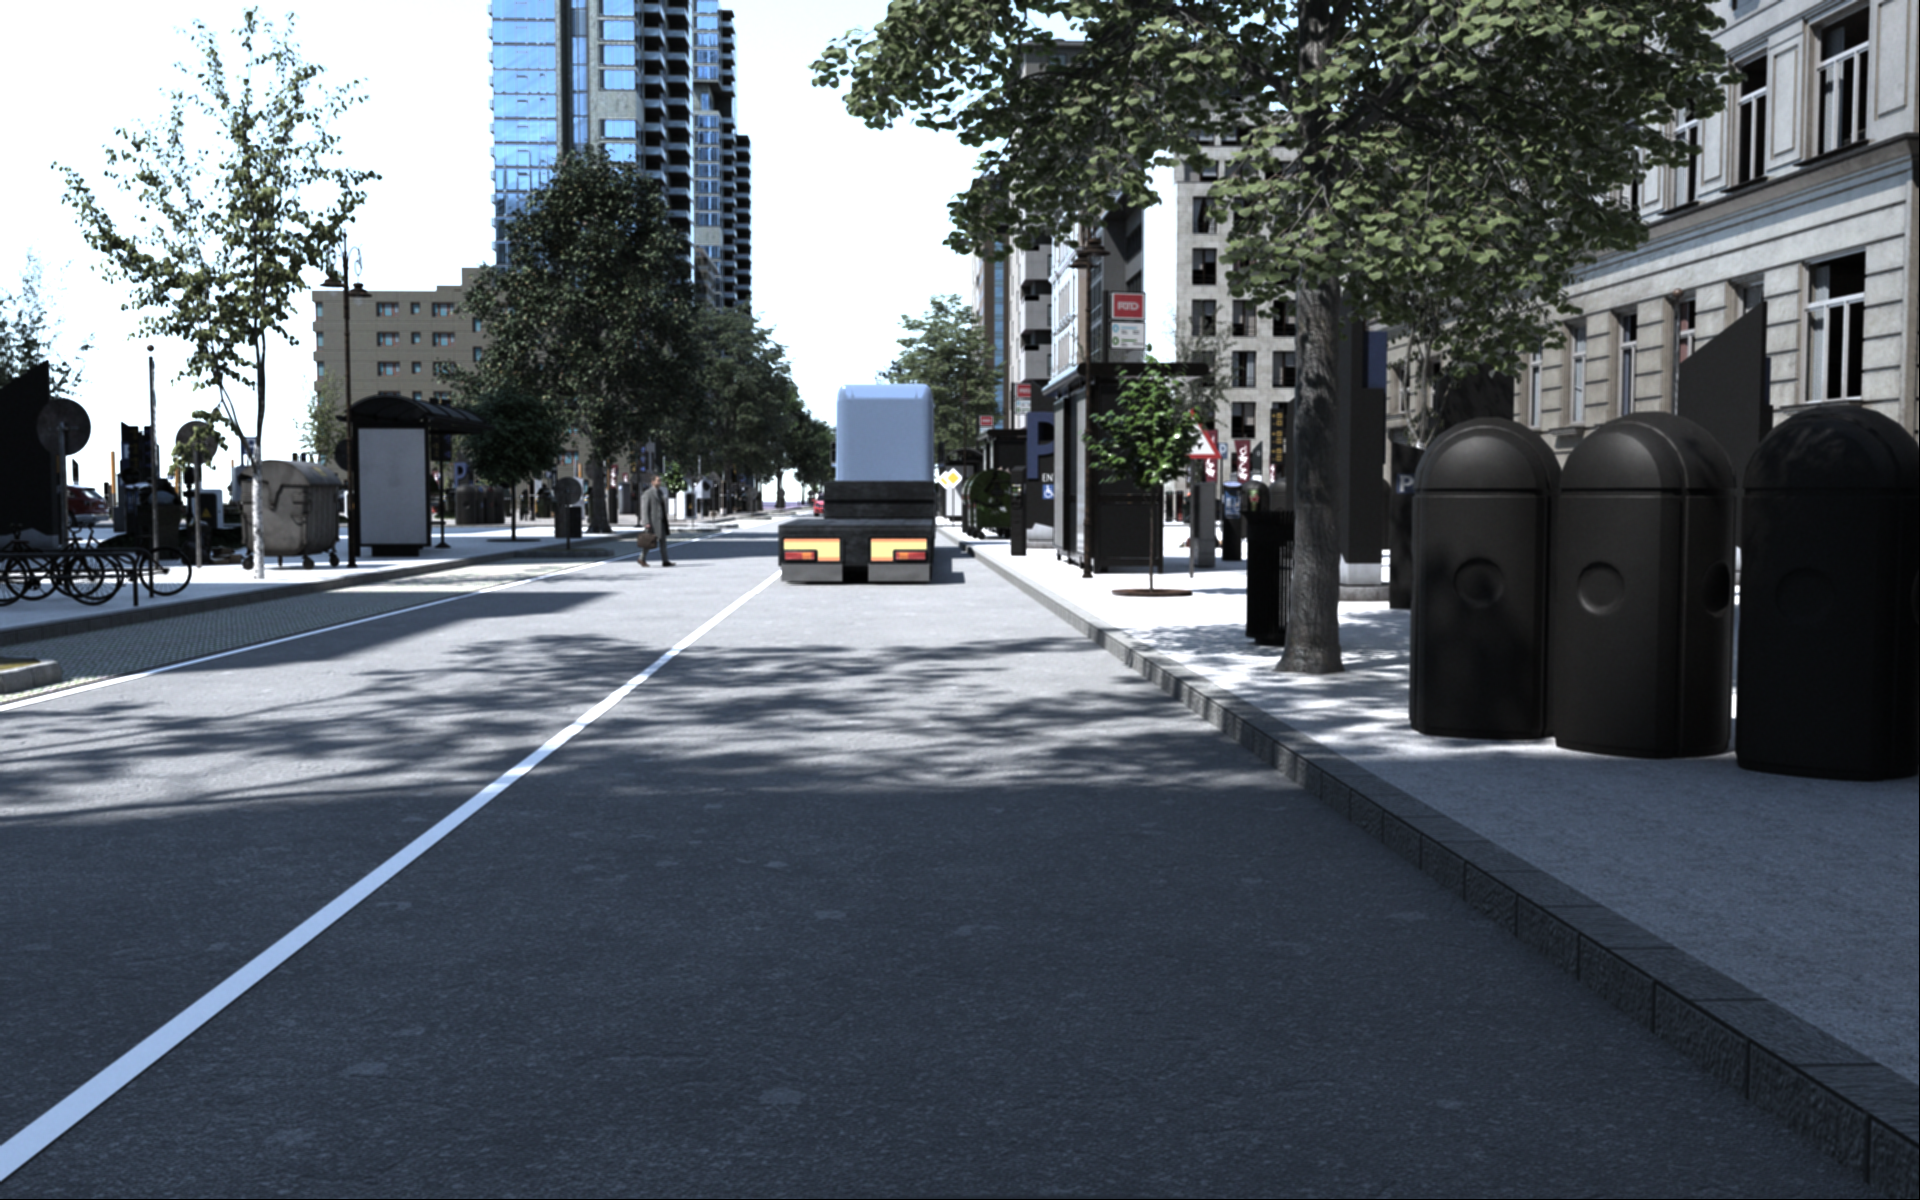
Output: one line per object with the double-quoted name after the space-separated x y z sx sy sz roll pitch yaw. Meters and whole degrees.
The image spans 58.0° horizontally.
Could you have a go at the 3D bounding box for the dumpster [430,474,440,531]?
-13.826 -2.460 42.713 1.502 2.255 1.985 0 4 -2 "dumpster"

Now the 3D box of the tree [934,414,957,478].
-1.291 -10.896 128.511 4.737 8.622 4.395 0 3 0 "tree"

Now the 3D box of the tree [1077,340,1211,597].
2.303 -1.675 21.986 1.663 3.219 1.824 0 3 0 "tree"

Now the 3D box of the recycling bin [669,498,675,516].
-16.970 -5.580 103.783 0.722 1.027 0.722 3 5 42 "recycling bin"

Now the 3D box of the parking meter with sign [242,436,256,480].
-21.623 -3.487 53.276 0.543 3.016 1.738 -1 4 -13 "parking meter with sign"

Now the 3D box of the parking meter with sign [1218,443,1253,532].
9.485 -3.803 58.437 0.543 3.016 1.738 -3 5 -44 "parking meter with sign"

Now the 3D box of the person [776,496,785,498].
-23.488 -13.298 226.653 1.217 1.736 0.721 0 4 -6 "person"

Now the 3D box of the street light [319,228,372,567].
-10.671 -3.513 30.222 0.468 5.910 1.993 0 4 -3 "street light"

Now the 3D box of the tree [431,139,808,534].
-11.857 -8.515 56.234 9.611 12.733 9.660 0 3 0 "tree"

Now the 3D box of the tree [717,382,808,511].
-15.343 -12.024 131.009 8.767 10.594 7.601 3 5 39 "tree"

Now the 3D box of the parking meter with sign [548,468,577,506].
-26.952 -7.441 117.928 1.738 3.016 0.543 0 4 -6 "parking meter with sign"

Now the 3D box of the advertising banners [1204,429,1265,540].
7.293 -3.066 46.318 0.090 3.025 2.074 -3 5 -44 "advertising banners"

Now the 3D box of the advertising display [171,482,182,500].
-43.785 -5.600 96.774 0.974 1.923 0.123 3 4 39 "advertising display"

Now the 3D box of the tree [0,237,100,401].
-27.281 -6.109 50.250 4.360 8.622 3.978 0 3 0 "tree"

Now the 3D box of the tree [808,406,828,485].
-17.202 -15.062 163.277 9.611 12.733 9.660 0 3 0 "tree"

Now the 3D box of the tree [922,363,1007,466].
-1.214 -11.043 114.973 8.767 10.594 7.601 0 4 -3 "tree"

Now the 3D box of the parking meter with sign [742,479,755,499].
-18.204 -9.262 147.691 1.738 3.016 0.543 -2 4 -30 "parking meter with sign"

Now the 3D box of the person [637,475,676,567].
-5.991 -1.563 34.160 0.767 1.812 0.694 2 4 27 "person"

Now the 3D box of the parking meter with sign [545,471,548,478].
-30.837 -8.308 132.101 1.738 3.016 0.543 3 4 37 "parking meter with sign"

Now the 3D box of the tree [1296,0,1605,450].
6.927 -4.569 25.067 4.360 8.622 3.978 0 3 0 "tree"

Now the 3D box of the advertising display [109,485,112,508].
-59.482 -7.114 121.519 0.123 1.923 0.974 -1 4 -11 "advertising display"

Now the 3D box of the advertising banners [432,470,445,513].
-37.924 -8.029 127.462 2.074 3.025 0.090 1 4 17 "advertising banners"

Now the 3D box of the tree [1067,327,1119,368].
5.732 -7.665 75.678 4.360 8.622 3.978 0 3 0 "tree"

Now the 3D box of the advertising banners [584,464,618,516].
-21.224 -6.496 102.392 2.074 3.025 0.090 0 4 2 "advertising banners"

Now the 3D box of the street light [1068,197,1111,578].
1.948 -3.273 26.294 0.468 5.910 1.993 0 4 -3 "street light"

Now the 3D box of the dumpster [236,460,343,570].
-11.549 -1.475 29.880 1.264 1.857 1.865 0 4 -3 "dumpster"

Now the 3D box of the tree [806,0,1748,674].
2.479 -5.779 12.610 7.486 12.596 7.792 0 3 0 "tree"

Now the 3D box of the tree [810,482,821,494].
-21.455 -16.009 256.340 1.663 3.219 1.824 0 3 0 "tree"

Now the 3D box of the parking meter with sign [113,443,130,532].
-28.409 -3.833 58.938 0.543 3.016 1.738 -1 4 -12 "parking meter with sign"

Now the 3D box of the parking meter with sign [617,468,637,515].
-21.035 -6.880 108.757 0.543 3.016 1.738 3 4 37 "parking meter with sign"

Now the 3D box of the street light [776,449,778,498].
-15.827 -10.848 150.154 0.468 5.910 1.993 0 4 -3 "street light"

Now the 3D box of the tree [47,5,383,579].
-10.817 -4.620 25.893 4.737 8.622 4.395 0 3 0 "tree"

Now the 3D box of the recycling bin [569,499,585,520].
-19.128 -4.499 86.114 0.722 1.027 0.722 -3 4 -37 "recycling bin"

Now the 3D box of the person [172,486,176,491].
-30.512 -3.545 67.136 0.731 1.740 0.598 0 4 8 "person"

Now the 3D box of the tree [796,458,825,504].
-19.875 -16.777 224.665 4.360 8.622 3.978 0 3 0 "tree"

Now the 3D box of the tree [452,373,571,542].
-12.300 -3.886 47.251 4.285 4.588 4.351 0 3 0 "tree"

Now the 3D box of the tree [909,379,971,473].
-3.096 -15.753 167.925 12.009 13.543 11.850 0 3 0 "tree"

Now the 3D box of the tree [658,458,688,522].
-13.227 -5.282 80.965 1.663 3.219 1.824 0 3 0 "tree"

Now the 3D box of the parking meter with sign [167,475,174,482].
-65.490 -9.013 143.624 0.543 3.016 1.738 -2 4 -27 "parking meter with sign"

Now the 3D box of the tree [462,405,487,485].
-36.724 -10.646 124.417 4.737 8.622 4.395 0 3 0 "tree"

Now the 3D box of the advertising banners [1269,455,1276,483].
9.830 -3.635 55.622 2.074 3.025 0.090 1 4 17 "advertising banners"

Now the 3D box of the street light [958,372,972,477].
0.189 -5.669 65.474 0.468 5.910 1.993 0 4 -3 "street light"

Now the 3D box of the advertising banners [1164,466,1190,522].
10.186 -5.151 80.404 2.074 3.025 0.090 -3 5 -44 "advertising banners"

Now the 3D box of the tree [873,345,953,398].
-3.966 -21.960 214.934 12.611 20.169 13.585 0 3 0 "tree"

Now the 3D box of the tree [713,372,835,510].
-16.437 -13.147 140.712 9.928 11.665 9.643 0 3 0 "tree"

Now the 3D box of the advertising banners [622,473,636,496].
-26.518 -8.845 140.809 2.074 3.025 0.090 1 4 17 "advertising banners"

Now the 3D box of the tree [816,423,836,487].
-23.462 -24.423 305.974 9.857 13.997 8.962 0 3 0 "tree"

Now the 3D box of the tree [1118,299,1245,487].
8.626 -6.985 64.570 4.360 8.622 3.978 0 3 0 "tree"

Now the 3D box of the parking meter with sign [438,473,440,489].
-42.710 -8.891 141.630 0.543 3.016 1.738 -1 4 -10 "parking meter with sign"

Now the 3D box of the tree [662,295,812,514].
-14.967 -12.455 110.294 9.857 13.997 8.962 0 3 0 "tree"
